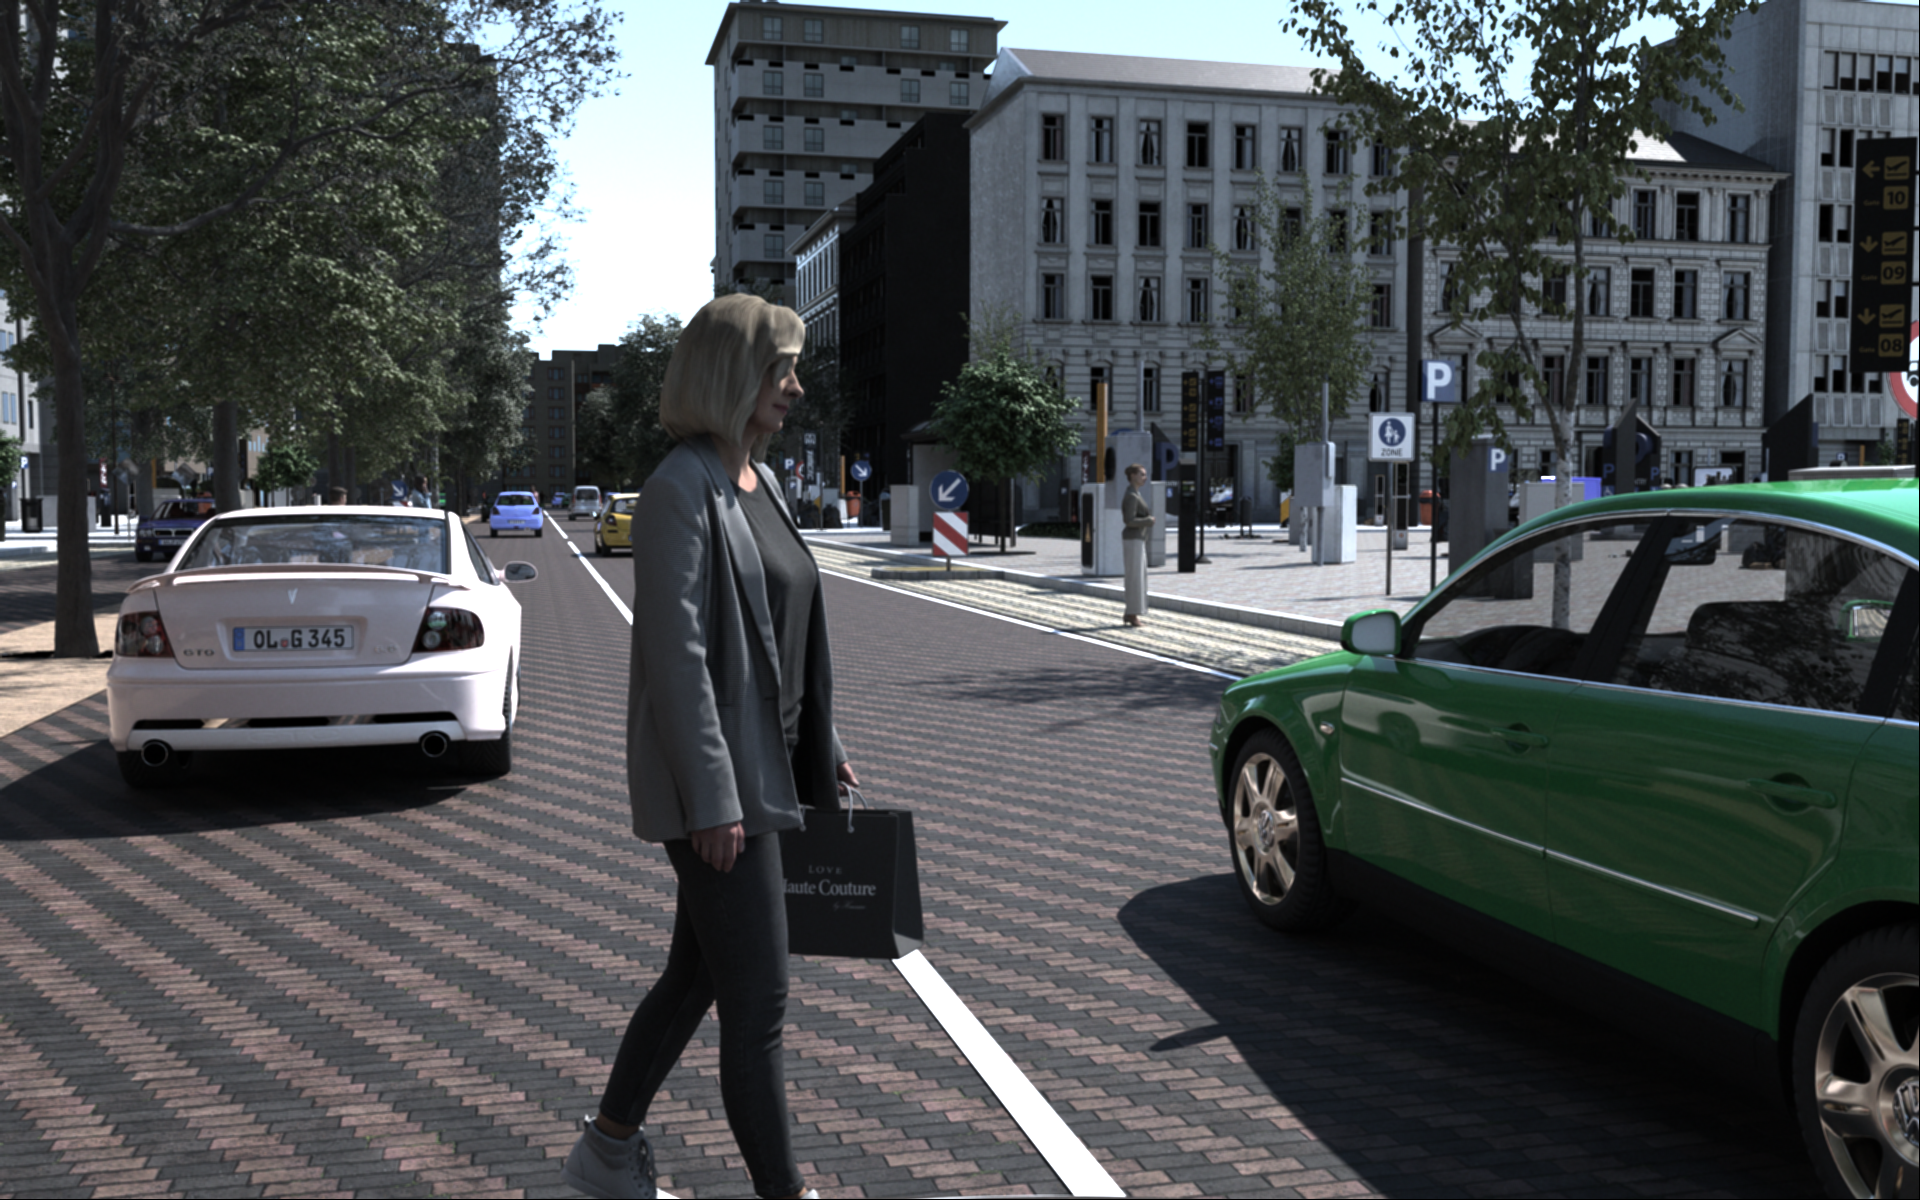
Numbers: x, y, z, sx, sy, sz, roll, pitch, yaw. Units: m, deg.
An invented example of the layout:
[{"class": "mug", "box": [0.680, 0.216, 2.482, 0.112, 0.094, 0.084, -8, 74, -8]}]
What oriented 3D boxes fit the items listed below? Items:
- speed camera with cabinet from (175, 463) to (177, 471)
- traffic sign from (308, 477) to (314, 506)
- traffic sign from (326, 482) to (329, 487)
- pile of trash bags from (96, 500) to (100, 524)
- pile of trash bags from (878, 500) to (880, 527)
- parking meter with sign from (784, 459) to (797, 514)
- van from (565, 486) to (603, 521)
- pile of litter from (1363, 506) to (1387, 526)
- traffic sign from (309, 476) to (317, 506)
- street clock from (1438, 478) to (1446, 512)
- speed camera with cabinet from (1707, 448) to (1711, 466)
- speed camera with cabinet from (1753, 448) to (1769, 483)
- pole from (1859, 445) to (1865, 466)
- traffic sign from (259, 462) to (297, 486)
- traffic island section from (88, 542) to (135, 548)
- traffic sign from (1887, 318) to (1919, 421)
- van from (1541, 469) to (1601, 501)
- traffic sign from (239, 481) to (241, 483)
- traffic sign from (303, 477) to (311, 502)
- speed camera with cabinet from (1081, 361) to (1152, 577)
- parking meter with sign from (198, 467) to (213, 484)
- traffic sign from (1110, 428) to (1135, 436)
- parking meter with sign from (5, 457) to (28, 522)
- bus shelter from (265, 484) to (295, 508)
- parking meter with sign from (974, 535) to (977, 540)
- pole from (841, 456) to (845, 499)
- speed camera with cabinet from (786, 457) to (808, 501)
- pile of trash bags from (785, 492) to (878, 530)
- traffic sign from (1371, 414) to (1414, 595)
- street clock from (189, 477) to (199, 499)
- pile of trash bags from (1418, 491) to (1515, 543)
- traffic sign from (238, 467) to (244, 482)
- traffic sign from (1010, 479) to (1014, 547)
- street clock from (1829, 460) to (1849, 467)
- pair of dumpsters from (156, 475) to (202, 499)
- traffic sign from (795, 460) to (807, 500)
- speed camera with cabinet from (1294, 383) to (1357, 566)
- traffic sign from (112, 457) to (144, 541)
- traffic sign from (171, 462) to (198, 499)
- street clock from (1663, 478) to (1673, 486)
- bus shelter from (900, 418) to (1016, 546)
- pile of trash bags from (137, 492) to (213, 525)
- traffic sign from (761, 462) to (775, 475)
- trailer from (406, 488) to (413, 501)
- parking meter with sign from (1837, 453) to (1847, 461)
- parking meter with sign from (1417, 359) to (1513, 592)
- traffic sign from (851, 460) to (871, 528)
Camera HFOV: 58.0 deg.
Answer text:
[{"class": "speed camera with cabinet", "box": [-43.448, -6.114, 94.294, 2.038, 3.252, 0.660, -1, 4, -9]}, {"class": "traffic sign", "box": [-43.848, -7.121, 116.534, 0.768, 2.556, 0.104, 0, 4, -5]}, {"class": "traffic sign", "box": [-44.674, -7.540, 123.290, 0.884, 2.594, 0.081, -1, 4, -9]}, {"class": "pile of trash bags", "box": [-38.059, -3.958, 74.460, 1.912, 1.369, 3.447, -2, 4, -27]}, {"class": "pile of trash bags", "box": [-2.322, -3.624, 69.007, 3.447, 1.369, 1.912, -1, 4, -13]}, {"class": "parking meter with sign", "box": [-8.188, -5.379, 84.204, 0.543, 3.016, 1.738, -1, 4, -13]}, {"class": "van", "box": [-20.474, -5.353, 94.534, 2.013, 2.044, 4.112, -1, 4, -16]}, {"class": "pile of litter", "box": [16.869, -3.451, 70.392, 1.719, 0.858, 1.176, -3, 5, -41]}, {"class": "traffic sign", "box": [-44.600, -7.274, 119.030, 0.768, 2.556, 0.104, -1, 4, -9]}, {"class": "street clock", "box": [19.940, -4.105, 71.683, 0.358, 2.002, 0.471, 2, 4, 28]}, {"class": "speed camera with cabinet", "box": [32.244, -4.835, 73.389, 0.660, 3.252, 2.038, 0, 4, -5]}, {"class": "speed camera with cabinet", "box": [34.569, -4.963, 75.477, 0.660, 3.252, 2.038, 0, 4, -7]}, {"class": "pole", "box": [37.699, -4.809, 72.468, 0.158, 3.312, 0.155, 0, 3, 0]}, {"class": "traffic sign", "box": [-40.999, -6.754, 104.298, 2.265, 3.308, 0.079, -1, 4, -11]}, {"class": "traffic island section", "box": [-22.624, -1.520, 47.128, 2.009, 0.180, 2.903, -1, 4, -14]}, {"class": "traffic sign", "box": [6.952, -0.757, 12.490, 0.768, 2.556, 0.104, -1, 4, -13]}, {"class": "van", "box": [22.060, -3.548, 62.399, 5.245, 2.365, 2.240, -1, 4, -13]}, {"class": "traffic sign", "box": [-37.984, -5.540, 90.685, 0.768, 2.556, 0.104, -1, 4, -13]}, {"class": "traffic sign", "box": [-42.445, -6.861, 112.285, 0.768, 2.556, 0.104, -1, 4, -8]}, {"class": "speed camera with cabinet", "box": [2.367, -1.966, 26.484, 0.660, 3.252, 2.038, -1, 4, -10]}, {"class": "parking meter with sign", "box": [-48.886, -7.076, 111.945, 0.543, 3.016, 1.738, 1, 4, 12]}, {"class": "traffic sign", "box": [3.170, -2.045, 33.542, 0.768, 2.556, 0.104, -1, 4, -10]}, {"class": "parking meter with sign", "box": [-44.384, -5.167, 80.740, 1.738, 3.016, 0.543, 0, 4, 8]}, {"class": "bus shelter", "box": [-38.599, -6.434, 99.125, 2.014, 3.302, 5.546, -1, 4, -14]}, {"class": "parking meter with sign", "box": [-0.377, -3.186, 48.345, 1.738, 3.016, 0.543, -1, 4, -9]}, {"class": "pole", "box": [-6.236, -6.006, 92.040, 0.158, 3.312, 0.155, 0, 3, 0]}, {"class": "speed camera with cabinet", "box": [-8.192, -5.947, 91.567, 2.038, 3.252, 0.660, 2, 4, 23]}, {"class": "pile of trash bags", "box": [-5.042, -3.315, 63.956, 3.447, 1.369, 1.912, -3, 5, -44]}, {"class": "traffic sign", "box": [5.429, -1.208, 21.879, 0.606, 2.300, 0.079, -1, 4, -11]}, {"class": "street clock", "box": [-32.297, -4.188, 73.047, 0.358, 2.002, 0.471, -2, 4, -27]}, {"class": "pile of trash bags", "box": [13.436, -2.242, 46.408, 3.447, 1.369, 1.912, -3, 5, -40]}, {"class": "traffic sign", "box": [-33.093, -4.831, 79.098, 0.768, 2.556, 0.104, 0, 4, -6]}, {"class": "traffic sign", "box": [1.253, -2.543, 41.684, 0.768, 2.556, 0.104, -1, 4, -10]}, {"class": "street clock", "box": [18.615, -1.967, 36.729, 0.471, 2.002, 0.358, -3, 5, -40]}, {"class": "pair of dumpsters", "box": [-34.210, -4.462, 75.442, 1.574, 2.255, 4.437, -1, 4, -14]}, {"class": "traffic sign", "box": [-5.801, -3.978, 65.145, 0.768, 2.556, 0.104, 0, 4, -6]}, {"class": "speed camera with cabinet", "box": [6.657, -2.274, 31.516, 0.660, 3.252, 2.038, 2, 4, 29]}, {"class": "traffic sign", "box": [-22.603, -2.656, 47.071, 0.795, 2.450, 0.064, -1, 4, -14]}, {"class": "traffic sign", "box": [-24.524, -3.130, 54.823, 0.795, 2.450, 0.064, -1, 4, -14]}, {"class": "street clock", "box": [32.165, -4.533, 78.684, 0.358, 2.002, 0.471, 0, 4, -7]}, {"class": "bus shelter", "box": [0.019, -3.092, 44.477, 2.014, 3.302, 5.546, -1, 4, -14]}, {"class": "pile of trash bags", "box": [-30.823, -3.590, 68.452, 3.447, 1.369, 1.912, 2, 4, 26]}, {"class": "traffic sign", "box": [-5.859, -2.908, 51.186, 0.795, 2.450, 0.064, -1, 4, -14]}, {"class": "trailer", "box": [-50.301, -9.282, 158.811, 1.471, 1.999, 3.904, -1, 4, -15]}, {"class": "parking meter with sign", "box": [38.058, -4.718, 73.394, 1.738, 3.016, 0.543, -1, 4, -12]}, {"class": "parking meter with sign", "box": [6.532, -1.564, 21.828, 0.543, 3.016, 1.738, -2, 4, -24]}, {"class": "traffic sign", "box": [-3.746, -4.009, 65.659, 0.768, 2.556, 0.104, 0, 4, -6]}]
